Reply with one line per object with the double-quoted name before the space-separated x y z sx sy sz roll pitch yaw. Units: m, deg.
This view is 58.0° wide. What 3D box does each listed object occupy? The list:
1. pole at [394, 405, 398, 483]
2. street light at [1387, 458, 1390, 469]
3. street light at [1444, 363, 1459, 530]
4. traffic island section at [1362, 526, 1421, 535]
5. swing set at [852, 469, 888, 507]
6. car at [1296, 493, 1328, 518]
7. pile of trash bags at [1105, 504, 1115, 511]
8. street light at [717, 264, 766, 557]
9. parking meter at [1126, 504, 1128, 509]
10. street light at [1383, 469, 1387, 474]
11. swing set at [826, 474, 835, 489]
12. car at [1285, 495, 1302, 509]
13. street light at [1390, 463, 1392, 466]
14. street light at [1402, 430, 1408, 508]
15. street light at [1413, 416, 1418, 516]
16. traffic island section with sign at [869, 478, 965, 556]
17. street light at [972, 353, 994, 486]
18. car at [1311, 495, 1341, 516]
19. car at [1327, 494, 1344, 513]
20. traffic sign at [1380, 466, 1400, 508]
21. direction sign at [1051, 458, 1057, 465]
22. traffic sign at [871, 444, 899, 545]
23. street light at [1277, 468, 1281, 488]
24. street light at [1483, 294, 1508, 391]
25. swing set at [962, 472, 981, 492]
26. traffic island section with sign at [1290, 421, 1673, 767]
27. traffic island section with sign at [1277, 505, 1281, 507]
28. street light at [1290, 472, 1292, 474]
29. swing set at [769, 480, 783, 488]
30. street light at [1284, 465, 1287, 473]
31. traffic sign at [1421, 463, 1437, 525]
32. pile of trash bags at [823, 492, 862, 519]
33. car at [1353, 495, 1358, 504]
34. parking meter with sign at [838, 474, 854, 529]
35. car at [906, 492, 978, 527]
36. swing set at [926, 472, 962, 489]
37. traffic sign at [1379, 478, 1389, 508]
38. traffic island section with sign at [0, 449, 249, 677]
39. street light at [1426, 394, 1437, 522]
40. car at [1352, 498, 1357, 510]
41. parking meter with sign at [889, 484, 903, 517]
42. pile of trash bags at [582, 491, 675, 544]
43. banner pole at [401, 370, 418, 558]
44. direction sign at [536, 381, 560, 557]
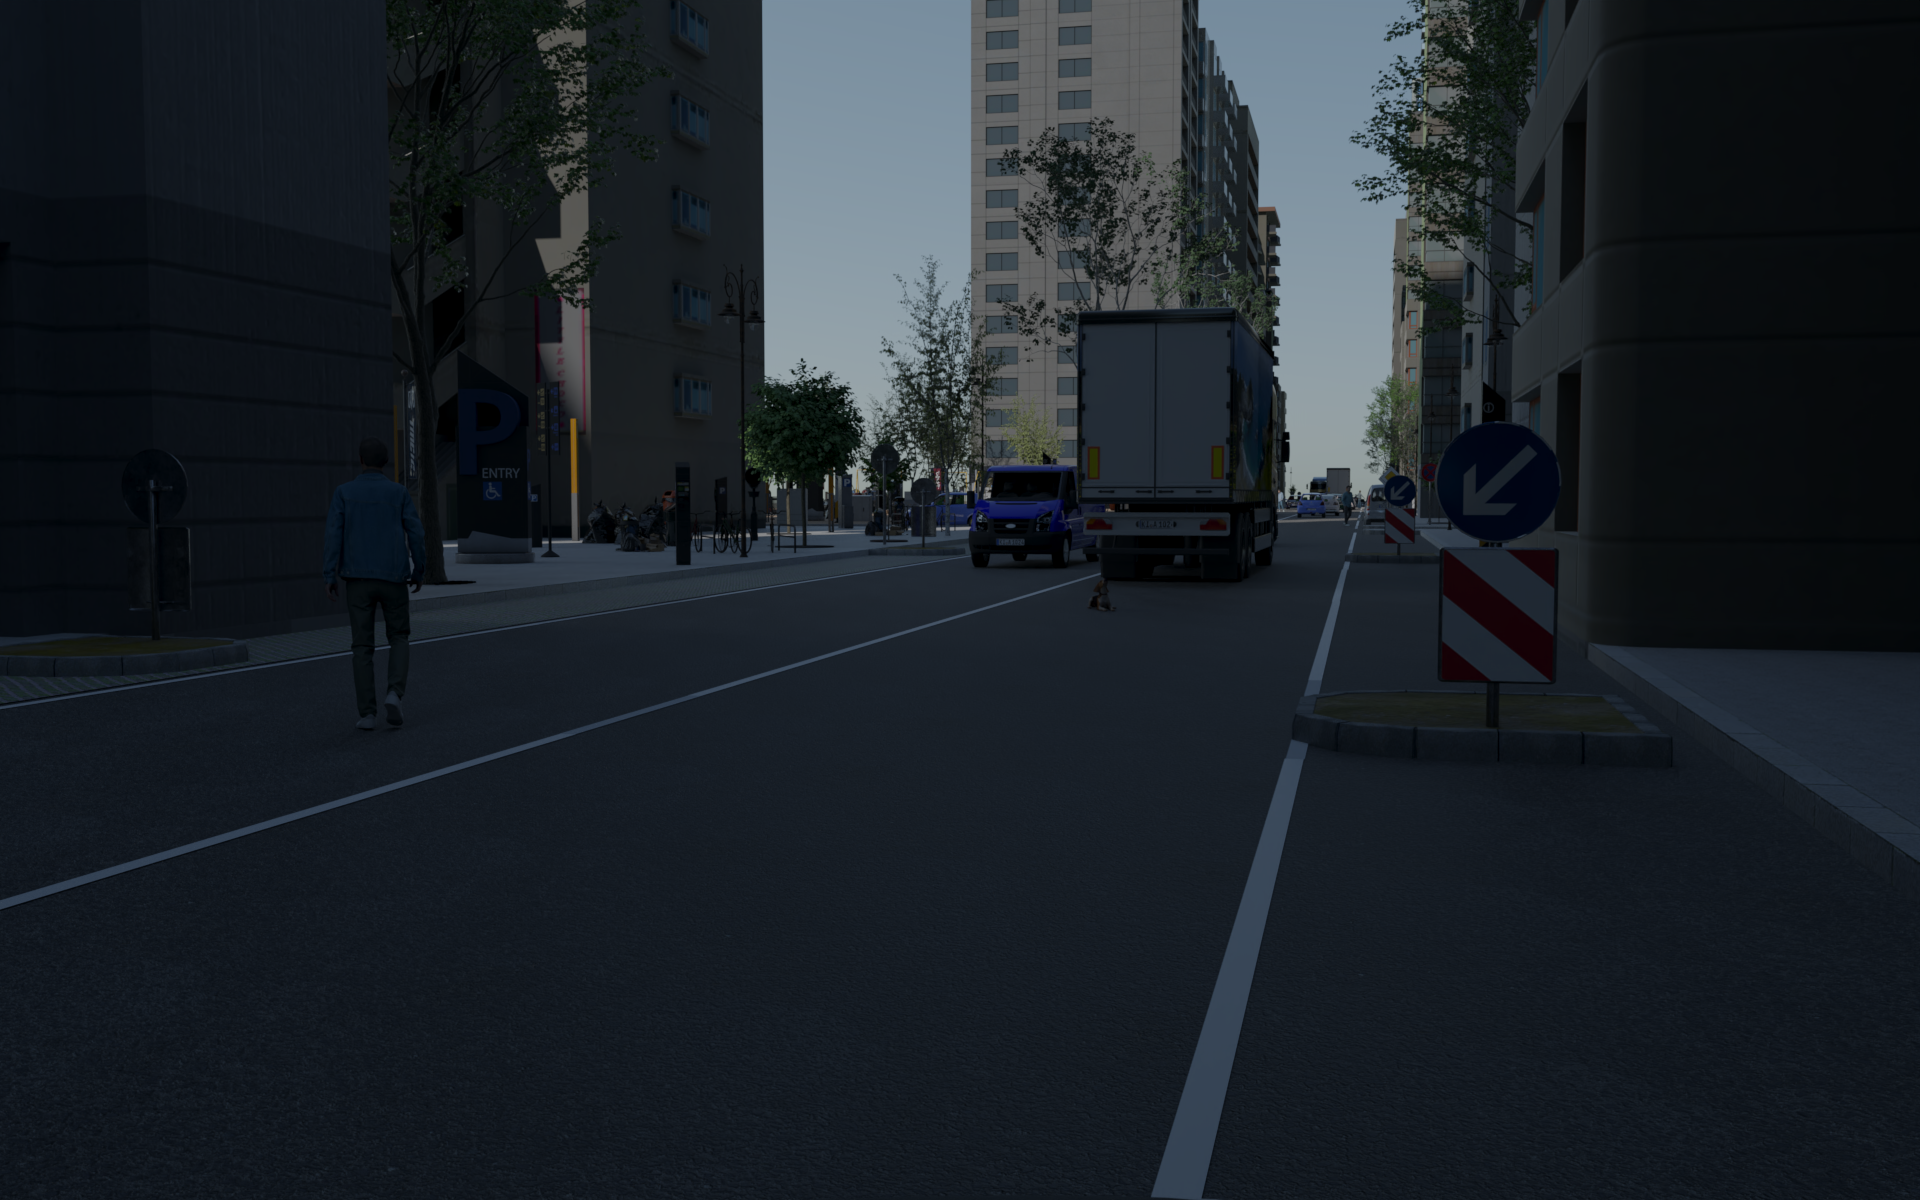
"pole" -13.024 -2.812 39.821 0.158 3.312 0.155 0 3 0
"street light" 48.937 -13.668 196.252 0.468 5.910 1.993 1 4 13
"street light" 17.423 -5.423 61.460 0.468 5.910 1.993 1 4 13
"traffic island section" 15.528 -2.453 62.388 2.009 0.180 2.903 1 4 13
"swing set" -4.997 -6.876 110.048 3.119 2.851 2.862 0 4 2
"car" 21.438 -5.870 105.558 1.945 1.707 3.694 1 4 12
"pile of trash bags" 6.722 -4.748 87.388 3.447 1.369 1.912 3 5 44
"street light" -4.384 -3.802 34.942 0.468 5.910 1.993 1 4 13
"parking meter" 14.300 -8.687 147.738 0.255 1.863 0.399 1 4 17
"street light" 58.024 -16.036 234.972 0.468 5.910 1.993 1 4 13
"swing set" -9.573 -8.502 136.623 2.862 2.851 3.119 2 4 28
"car" 31.573 -9.192 162.877 1.945 1.354 3.894 1 4 14
"street light" 43.958 -12.355 174.793 0.468 5.910 1.993 1 4 13
"street light" 31.399 -9.111 121.752 0.468 5.910 1.993 1 4 13
"street light" 26.526 -7.821 100.653 0.468 5.910 1.993 1 4 13
"traffic island section with sign" -0.942 -1.972 40.869 1.989 1.847 2.006 1 4 13
"street light" 0.742 -5.141 56.849 0.468 5.910 1.993 1 4 13
"car" 24.249 -6.279 115.018 2.083 1.381 4.827 1 4 12
"car" 29.230 -7.542 135.116 2.131 1.459 4.920 1 4 13
"traffic sign" 15.504 -3.589 62.316 0.795 2.450 0.064 1 4 13
"direction sign" 5.856 -7.237 110.326 0.379 3.537 0.876 -3 4 -38
"traffic sign" -1.917 -2.683 43.972 0.768 2.556 0.104 1 4 16
"street light" 46.120 -16.984 250.480 0.468 5.910 1.993 1 4 13
"street light" 12.413 -4.127 40.263 0.468 5.910 1.993 1 4 13
"swing set" 2.386 -7.398 118.583 3.119 2.851 2.862 2 4 32
"traffic island section with sign" 2.999 -0.098 10.223 1.989 1.847 2.006 1 4 13
"traffic island section with sign" 35.335 -11.453 195.879 1.989 1.847 2.006 1 4 13
"street light" 55.793 -19.524 292.009 0.468 5.910 1.993 1 4 13
"swing set" -10.070 -5.294 84.169 3.119 2.851 2.862 2 4 24
"street light" 50.908 -18.251 271.196 0.468 5.910 1.993 1 4 13
"traffic sign" 19.422 -4.368 71.516 0.768 2.556 0.104 1 4 19
"pile of trash bags" -6.479 -5.296 96.334 1.912 1.369 3.447 2 4 30
"car" 58.316 -14.959 257.164 1.945 1.354 3.894 1 4 13
"parking meter with sign" -4.333 -4.207 65.052 0.543 3.016 1.738 -1 4 -16
"car" -0.422 -3.664 69.503 3.694 1.707 1.945 1 4 14
"swing set" -0.839 -7.680 123.181 3.119 2.851 2.862 0 4 -3
"traffic sign" 17.324 -4.064 70.091 0.795 2.450 0.064 1 4 13
"traffic island section with sign" -7.124 -0.356 14.449 1.989 1.847 2.006 1 4 13
"street light" 21.669 -6.541 79.727 0.468 5.910 1.993 1 4 13
"car" 35.060 -8.888 157.681 2.083 1.381 4.827 1 4 14
"parking meter with sign" -3.519 -6.068 95.468 1.738 3.016 0.543 2 4 27
"pile of trash bags" -8.202 -2.132 44.618 3.447 1.369 1.912 3 5 44
"banner pole" -11.032 -2.736 34.746 0.401 3.779 0.863 -3 4 -36
"direction sign" -8.340 -2.639 35.145 0.379 3.537 0.876 -3 5 -42
